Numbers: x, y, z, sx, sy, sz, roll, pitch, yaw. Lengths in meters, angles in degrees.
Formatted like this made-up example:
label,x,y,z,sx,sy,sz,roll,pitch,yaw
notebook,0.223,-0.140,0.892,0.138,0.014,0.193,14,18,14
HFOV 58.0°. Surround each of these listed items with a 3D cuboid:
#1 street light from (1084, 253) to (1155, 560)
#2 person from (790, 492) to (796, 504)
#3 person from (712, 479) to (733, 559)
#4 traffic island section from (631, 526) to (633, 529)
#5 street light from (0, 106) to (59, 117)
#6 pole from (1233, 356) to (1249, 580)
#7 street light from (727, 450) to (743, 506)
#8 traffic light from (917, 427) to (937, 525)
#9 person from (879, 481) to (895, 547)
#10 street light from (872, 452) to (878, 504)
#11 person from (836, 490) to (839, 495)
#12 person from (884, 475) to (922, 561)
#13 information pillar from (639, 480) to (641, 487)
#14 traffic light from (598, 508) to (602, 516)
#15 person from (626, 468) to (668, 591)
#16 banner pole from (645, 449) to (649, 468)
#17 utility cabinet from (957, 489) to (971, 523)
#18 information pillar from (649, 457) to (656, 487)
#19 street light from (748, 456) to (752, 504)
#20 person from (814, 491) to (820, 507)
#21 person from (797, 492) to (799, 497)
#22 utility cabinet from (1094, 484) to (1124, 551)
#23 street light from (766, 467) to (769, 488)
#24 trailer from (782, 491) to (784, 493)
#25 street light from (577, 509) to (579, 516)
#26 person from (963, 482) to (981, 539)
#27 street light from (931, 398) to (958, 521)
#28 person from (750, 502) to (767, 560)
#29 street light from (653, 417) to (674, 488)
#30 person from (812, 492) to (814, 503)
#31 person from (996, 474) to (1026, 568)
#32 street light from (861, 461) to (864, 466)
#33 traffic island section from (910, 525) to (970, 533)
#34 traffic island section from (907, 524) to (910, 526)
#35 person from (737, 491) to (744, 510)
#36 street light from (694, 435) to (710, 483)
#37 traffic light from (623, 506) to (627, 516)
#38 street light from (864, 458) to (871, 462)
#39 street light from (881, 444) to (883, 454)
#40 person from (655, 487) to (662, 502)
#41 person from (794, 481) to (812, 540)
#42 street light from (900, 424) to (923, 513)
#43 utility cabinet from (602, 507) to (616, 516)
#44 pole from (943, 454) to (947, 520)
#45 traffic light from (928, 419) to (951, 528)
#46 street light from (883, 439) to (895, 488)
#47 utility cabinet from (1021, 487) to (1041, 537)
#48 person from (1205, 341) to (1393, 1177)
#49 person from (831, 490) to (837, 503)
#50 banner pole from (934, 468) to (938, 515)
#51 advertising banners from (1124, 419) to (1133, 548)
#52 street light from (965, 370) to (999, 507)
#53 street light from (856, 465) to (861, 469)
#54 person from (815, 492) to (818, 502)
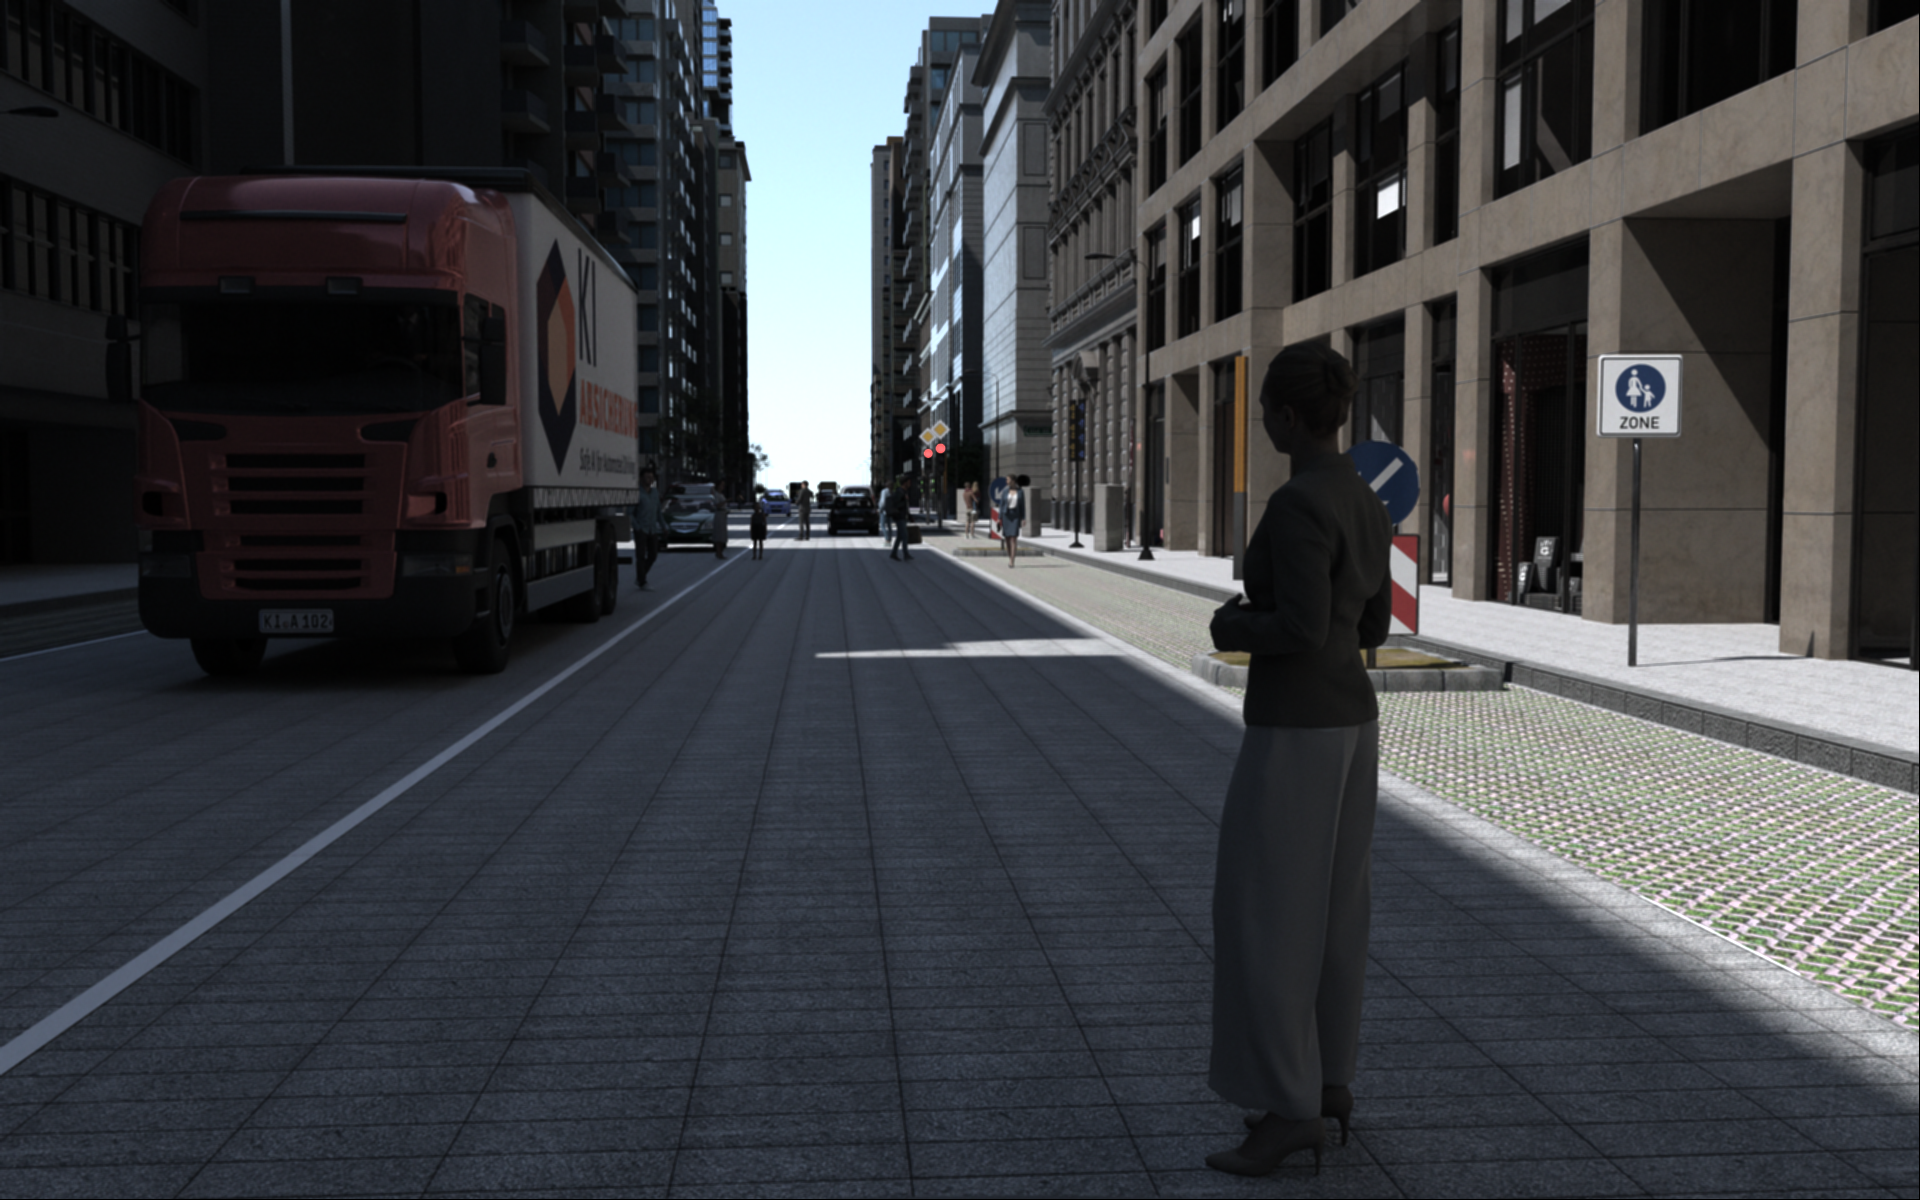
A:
label,x,y,z,sx,sy,sz,roll,pitch,yaw
street light,3.090,-3.731,33.538,1.470,5.913,1.316,0,4,-4
person,-25.243,-15.426,261.427,1.217,1.735,0.721,2,4,34
person,-5.192,-1.774,38.068,0.524,1.755,0.480,1,4,9
traffic island section,-13.931,-3.038,71.945,2.009,0.180,2.903,0,4,-4
street light,-11.479,-2.954,20.836,1.470,5.913,1.316,0,4,-4
pole,4.178,-1.952,25.753,0.158,3.312,0.155,0,3,0
street light,-23.554,-12.696,180.115,1.470,5.913,1.316,0,4,-4
traffic light,-1.366,-5.129,72.776,0.839,4.253,0.868,0,4,-4
person,-1.980,-2.355,47.277,0.793,1.790,0.793,0,4,3
street light,-8.923,-13.471,192.789,1.470,5.913,1.316,0,4,-4
person,-13.649,-11.220,191.585,1.348,1.869,0.705,0,4,4
person,-1.192,-1.730,36.775,0.713,1.824,0.794,2,4,27
information pillar,-17.210,-5.391,92.633,0.304,2.012,0.304,-1,4,-11
traffic light,-13.286,-4.583,63.851,0.839,4.253,0.868,0,4,-4
person,-4.710,-1.058,25.824,0.620,1.820,0.660,2,4,34
banner pole,-17.548,-6.563,97.323,0.401,3.779,0.863,0,4,1
utility cabinet,0.223,-4.046,74.830,0.318,1.500,1.173,-1,4,-21
information pillar,-19.373,-7.203,109.117,0.504,3.616,0.183,2,4,25
street light,-26.051,-14.614,211.480,1.470,5.913,1.316,0,4,-4
person,-16.129,-11.606,198.393,1.348,1.807,0.705,-1,4,-17
person,-22.080,-13.859,236.016,0.541,1.710,0.530,-3,5,-44
utility cabinet,3.348,-1.842,38.795,0.318,1.500,1.173,2,4,24
street light,-32.242,-19.637,293.601,1.470,5.913,1.316,0,4,-4
trailer,-30.780,-17.751,297.282,1.471,1.999,3.904,0,4,-3
street light,-15.475,-6.113,72.487,1.470,5.913,1.316,0,4,-4
person,0.390,-2.873,55.453,0.580,1.828,0.573,0,4,-1
street light,-0.697,-6.810,83.883,1.470,5.913,1.316,0,4,-4
person,-4.407,-1.512,37.887,0.362,1.253,0.373,0,4,-2
street light,-17.863,-8.041,104.015,1.470,5.913,1.316,0,4,-4
person,-23.178,-16.154,272.761,0.705,1.807,1.348,1,4,9
person,1.029,-1.542,33.734,0.581,1.822,0.654,1,4,21
street light,-12.892,-16.590,243.779,1.470,5.913,1.316,0,4,-4
traffic island section,-0.721,-2.609,64.931,2.009,0.180,2.903,0,4,-4
traffic island section,-1.325,-3.096,72.893,2.009,0.180,2.903,0,4,-4
person,-19.329,-8.750,152.284,0.721,1.735,1.217,-2,4,-34
street light,-20.211,-9.972,135.583,1.470,5.913,1.316,0,4,-4
traffic light,-13.890,-5.070,71.814,0.839,4.253,0.868,0,4,-4
street light,-11.320,-15.390,224.162,1.470,5.913,1.316,0,4,-4
street light,-6.652,-11.519,160.882,1.470,5.913,1.316,0,4,-4
person,-15.837,-5.026,90.852,0.590,1.801,0.661,0,4,2
person,-4.889,-2.774,53.656,0.447,1.846,0.655,2,4,35
street light,-3.128,-8.753,115.650,1.470,5.913,1.316,0,4,-4
utility cabinet,-16.237,-4.217,80.110,0.306,1.237,1.020,1,4,10
pole,-0.766,-5.717,87.310,0.158,3.312,0.155,0,3,0
traffic light,-0.762,-4.642,64.814,0.839,4.253,0.868,0,4,-4
street light,-5.575,-10.678,147.130,1.470,5.913,1.316,0,4,-4
utility cabinet,2.134,-2.623,51.557,0.318,1.500,1.173,1,4,18
person,0.726,0.321,3.801,0.362,1.759,0.519,2,4,35
person,-10.556,-8.366,145.629,0.623,1.781,0.721,-1,4,-11
banner pole,-1.431,-7.006,104.568,0.401,3.779,0.863,-1,4,-16
advertising banners,4.020,-2.754,41.221,0.090,3.025,2.074,0,4,2
street light,0.865,-5.650,64.924,1.470,5.913,1.316,0,4,-4
street light,-17.713,-20.460,307.061,1.470,5.913,1.316,0,4,-4
person,-24.942,-17.943,302.388,0.721,1.766,1.217,2,4,29
